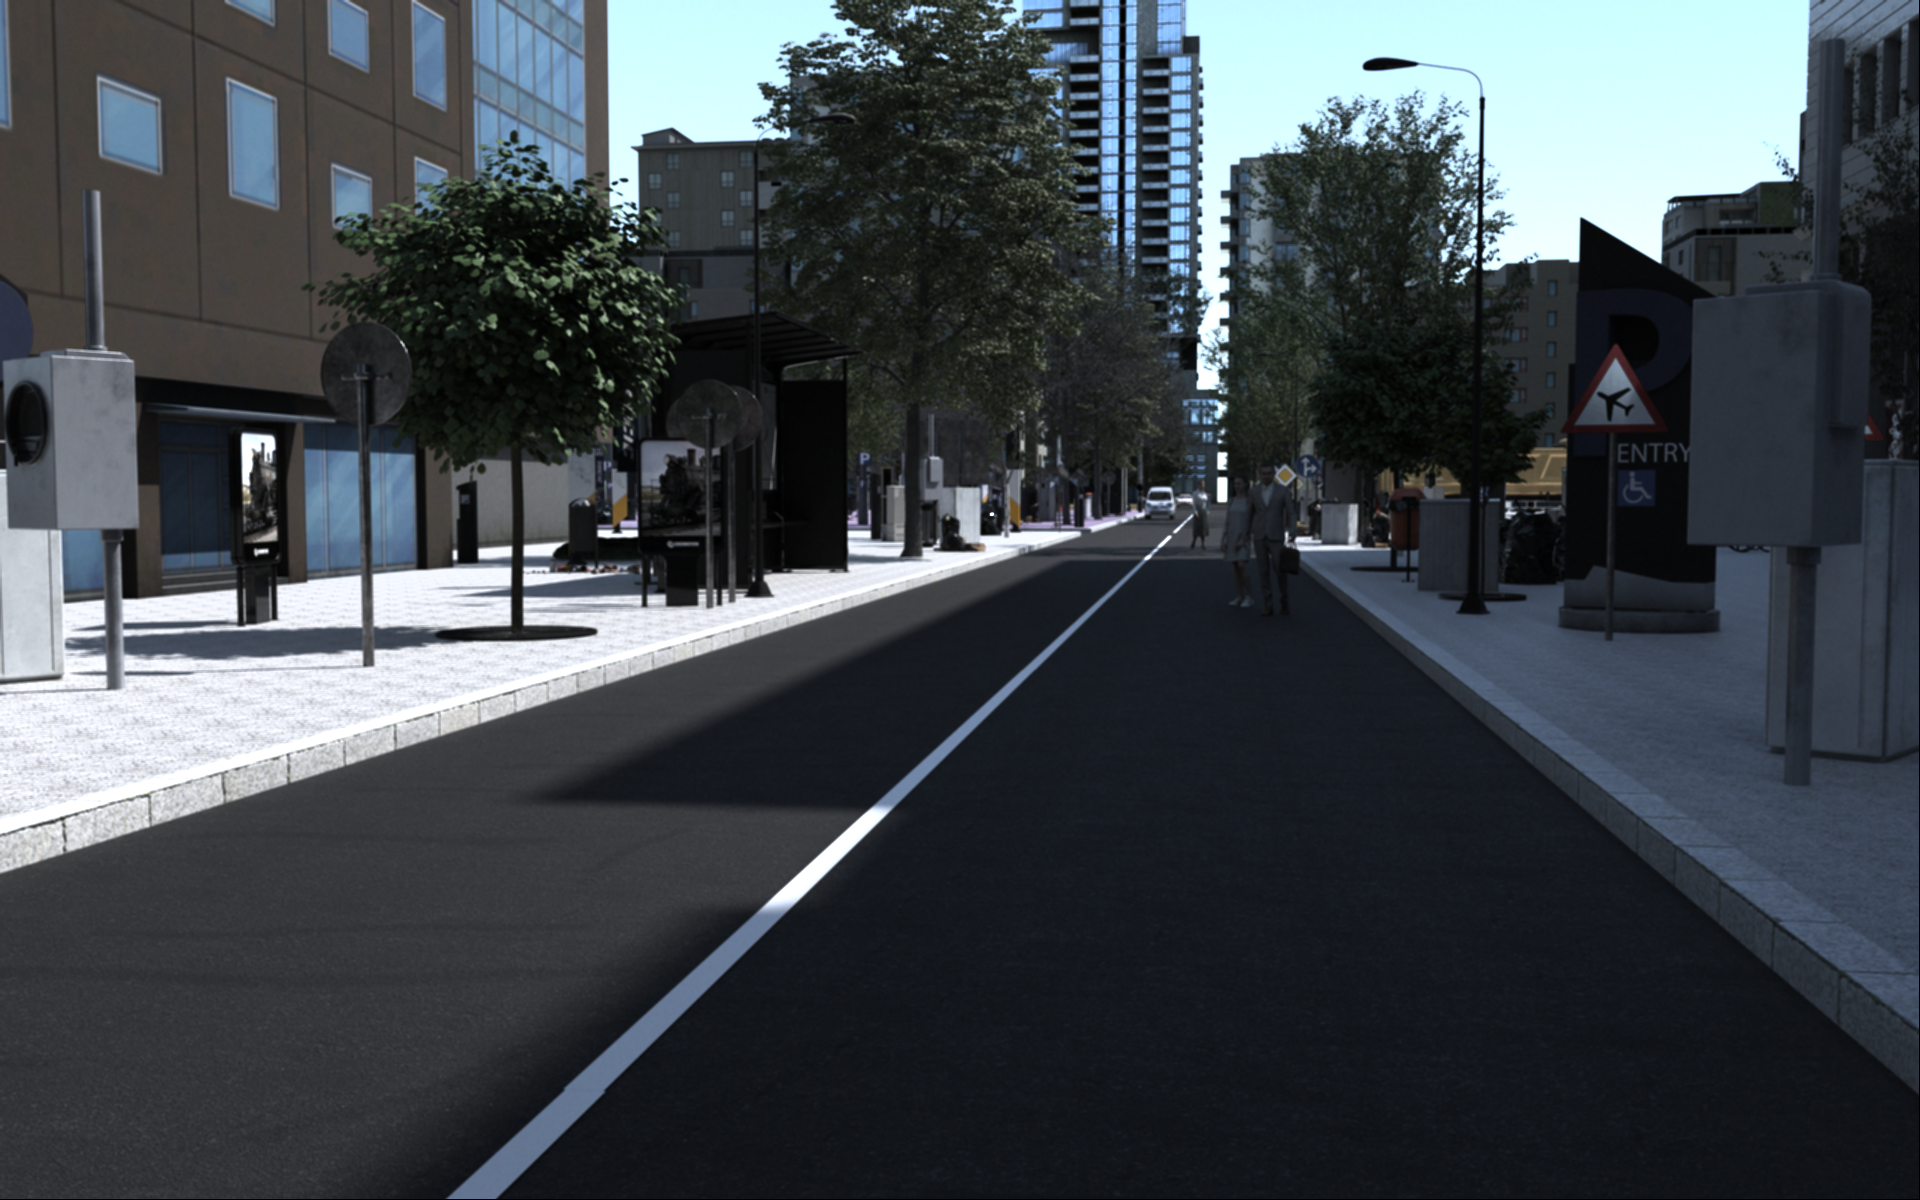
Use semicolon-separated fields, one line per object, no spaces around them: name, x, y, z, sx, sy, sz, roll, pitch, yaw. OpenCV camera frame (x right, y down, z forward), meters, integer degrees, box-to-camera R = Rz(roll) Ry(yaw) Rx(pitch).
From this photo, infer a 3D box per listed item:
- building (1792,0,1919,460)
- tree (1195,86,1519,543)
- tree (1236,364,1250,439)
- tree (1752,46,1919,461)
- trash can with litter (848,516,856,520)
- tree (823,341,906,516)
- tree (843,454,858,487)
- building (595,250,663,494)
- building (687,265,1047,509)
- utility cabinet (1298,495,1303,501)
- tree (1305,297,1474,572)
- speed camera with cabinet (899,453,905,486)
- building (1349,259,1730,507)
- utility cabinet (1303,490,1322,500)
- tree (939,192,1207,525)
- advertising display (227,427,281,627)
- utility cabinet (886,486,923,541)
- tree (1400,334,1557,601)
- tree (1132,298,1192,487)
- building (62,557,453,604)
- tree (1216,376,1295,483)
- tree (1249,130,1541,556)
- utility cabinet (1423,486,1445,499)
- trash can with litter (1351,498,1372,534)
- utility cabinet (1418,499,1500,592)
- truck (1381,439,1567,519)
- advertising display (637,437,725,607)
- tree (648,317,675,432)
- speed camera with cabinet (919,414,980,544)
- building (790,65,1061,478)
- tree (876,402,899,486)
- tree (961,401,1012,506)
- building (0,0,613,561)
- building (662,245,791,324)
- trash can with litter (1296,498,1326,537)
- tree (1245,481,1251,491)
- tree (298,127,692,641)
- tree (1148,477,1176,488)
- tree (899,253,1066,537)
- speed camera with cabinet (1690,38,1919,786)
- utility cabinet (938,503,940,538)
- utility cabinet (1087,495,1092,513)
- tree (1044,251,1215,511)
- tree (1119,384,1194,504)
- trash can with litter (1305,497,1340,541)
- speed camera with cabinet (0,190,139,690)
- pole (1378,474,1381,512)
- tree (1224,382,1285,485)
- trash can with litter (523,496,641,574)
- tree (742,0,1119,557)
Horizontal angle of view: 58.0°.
building;24.375;-15.311;27.821;11.434;29.767;29.804;1;4;8
tree;10.458;-7.305;45.190;9.928;11.665;9.643;0;3;0
tree;14.551;-7.738;76.872;4.737;8.622;4.395;0;3;0
tree;15.082;-4.723;27.585;4.360;8.622;3.978;0;3;0
trash can with litter;-6.159;-4.591;86.119;2.233;1.210;1.678;1;4;16
tree;-5.503;-7.994;81.072;4.737;8.622;4.395;0;3;0
tree;-9.604;-11.581;139.716;4.360;8.622;3.978;0;3;0
building;-40.070;-26.596;206.546;14.107;30.474;14.160;1;4;8
building;-7.196;-19.158;158.264;27.650;21.520;28.899;1;4;8
utility cabinet;26.589;-7.681;136.751;1.020;1.237;0.306;0;4;-8
tree;7.296;-2.771;29.012;4.285;4.588;4.351;0;3;0
speed camera with cabinet;-2.381;-5.372;82.172;0.660;3.252;2.038;-1;4;-14
building;50.768;-19.073;156.890;27.650;21.520;28.899;1;4;8
utility cabinet;17.636;-4.770;86.675;0.318;1.500;1.173;-2;4;-25
tree;4.295;-9.856;71.511;12.009;13.543;11.850;0;3;0
advertising display;-6.979;-0.731;17.163;0.123;1.923;0.974;0;4;-1
utility cabinet;-1.451;-2.318;46.585;0.318;1.500;1.173;3;5;43
tree;6.435;-1.613;20.969;1.663;3.219;1.824;0;3;0
tree;6.728;-10.274;86.104;7.486;12.596;7.792;0;3;0
building;-16.323;-22.822;23.250;14.600;45.320;14.200;1;4;8
tree;28.393;-15.165;166.068;7.486;12.596;7.792;0;3;0
tree;9.230;-5.198;35.342;4.737;8.622;4.395;0;3;0
utility cabinet;12.737;-2.317;46.566;0.318;1.500;1.173;0;4;1
trash can with litter;11.795;-2.426;51.047;0.624;1.170;1.055;2;4;23
utility cabinet;6.598;-0.718;22.908;1.020;1.237;0.306;1;4;18
truck;19.631;-3.896;59.631;9.791;3.379;3.469;1;4;8
advertising display;-3.187;-0.891;19.788;0.974;1.923;0.123;-1;4;-13
tree;-11.480;-7.414;71.583;4.360;8.622;3.978;0;3;0
speed camera with cabinet;-0.372;-3.019;43.700;0.660;3.252;2.038;3;5;44
building;-4.193;-35.276;196.370;30.456;49.044;23.786;1;4;8
tree;-4.234;-10.644;124.397;4.360;8.622;3.978;0;3;0
tree;2.022;-10.893;128.459;4.737;8.622;4.395;0;3;0
building;-17.766;-23.945;41.606;14.200;45.320;14.600;1;4;8
building;-25.896;-26.541;205.650;14.107;30.474;14.160;1;4;8
trash can with litter;10.577;-2.508;52.387;0.624;1.170;1.055;-3;5;-44
tree;28.984;-10.997;174.407;1.663;3.219;1.824;0;3;0
tree;-4.111;-1.952;15.626;4.285;4.588;4.351;0;3;0
tree;23.477;-13.416;203.063;4.285;4.588;4.351;0;3;0
tree;1.245;-6.142;50.789;4.360;8.622;3.978;0;3;0
speed camera with cabinet;4.148;-0.853;8.279;0.660;3.252;2.038;3;5;44
utility cabinet;-0.766;-2.402;50.429;1.020;1.237;0.306;1;4;17
utility cabinet;9.262;-6.684;120.450;0.306;1.237;1.020;-2;4;-31
tree;12.854;-16.994;133.740;12.611;20.169;13.585;0;3;0
tree;17.879;-15.179;165.184;9.611;12.733;9.660;0;3;0
trash can with litter;10.719;-2.273;48.221;2.233;1.210;1.678;1;4;9
speed camera with cabinet;-6.321;-1.059;11.654;2.038;3.252;0.660;3;4;37
pole;25.888;-6.912;106.856;0.158;3.312;0.155;0;3;0
tree;18.619;-9.609;107.467;4.360;8.622;3.978;0;3;0
trash can with litter;-5.872;-1.049;28.212;2.233;1.210;1.678;2;4;23
tree;-0.553;-7.153;35.084;7.486;12.596;7.792;0;3;0
